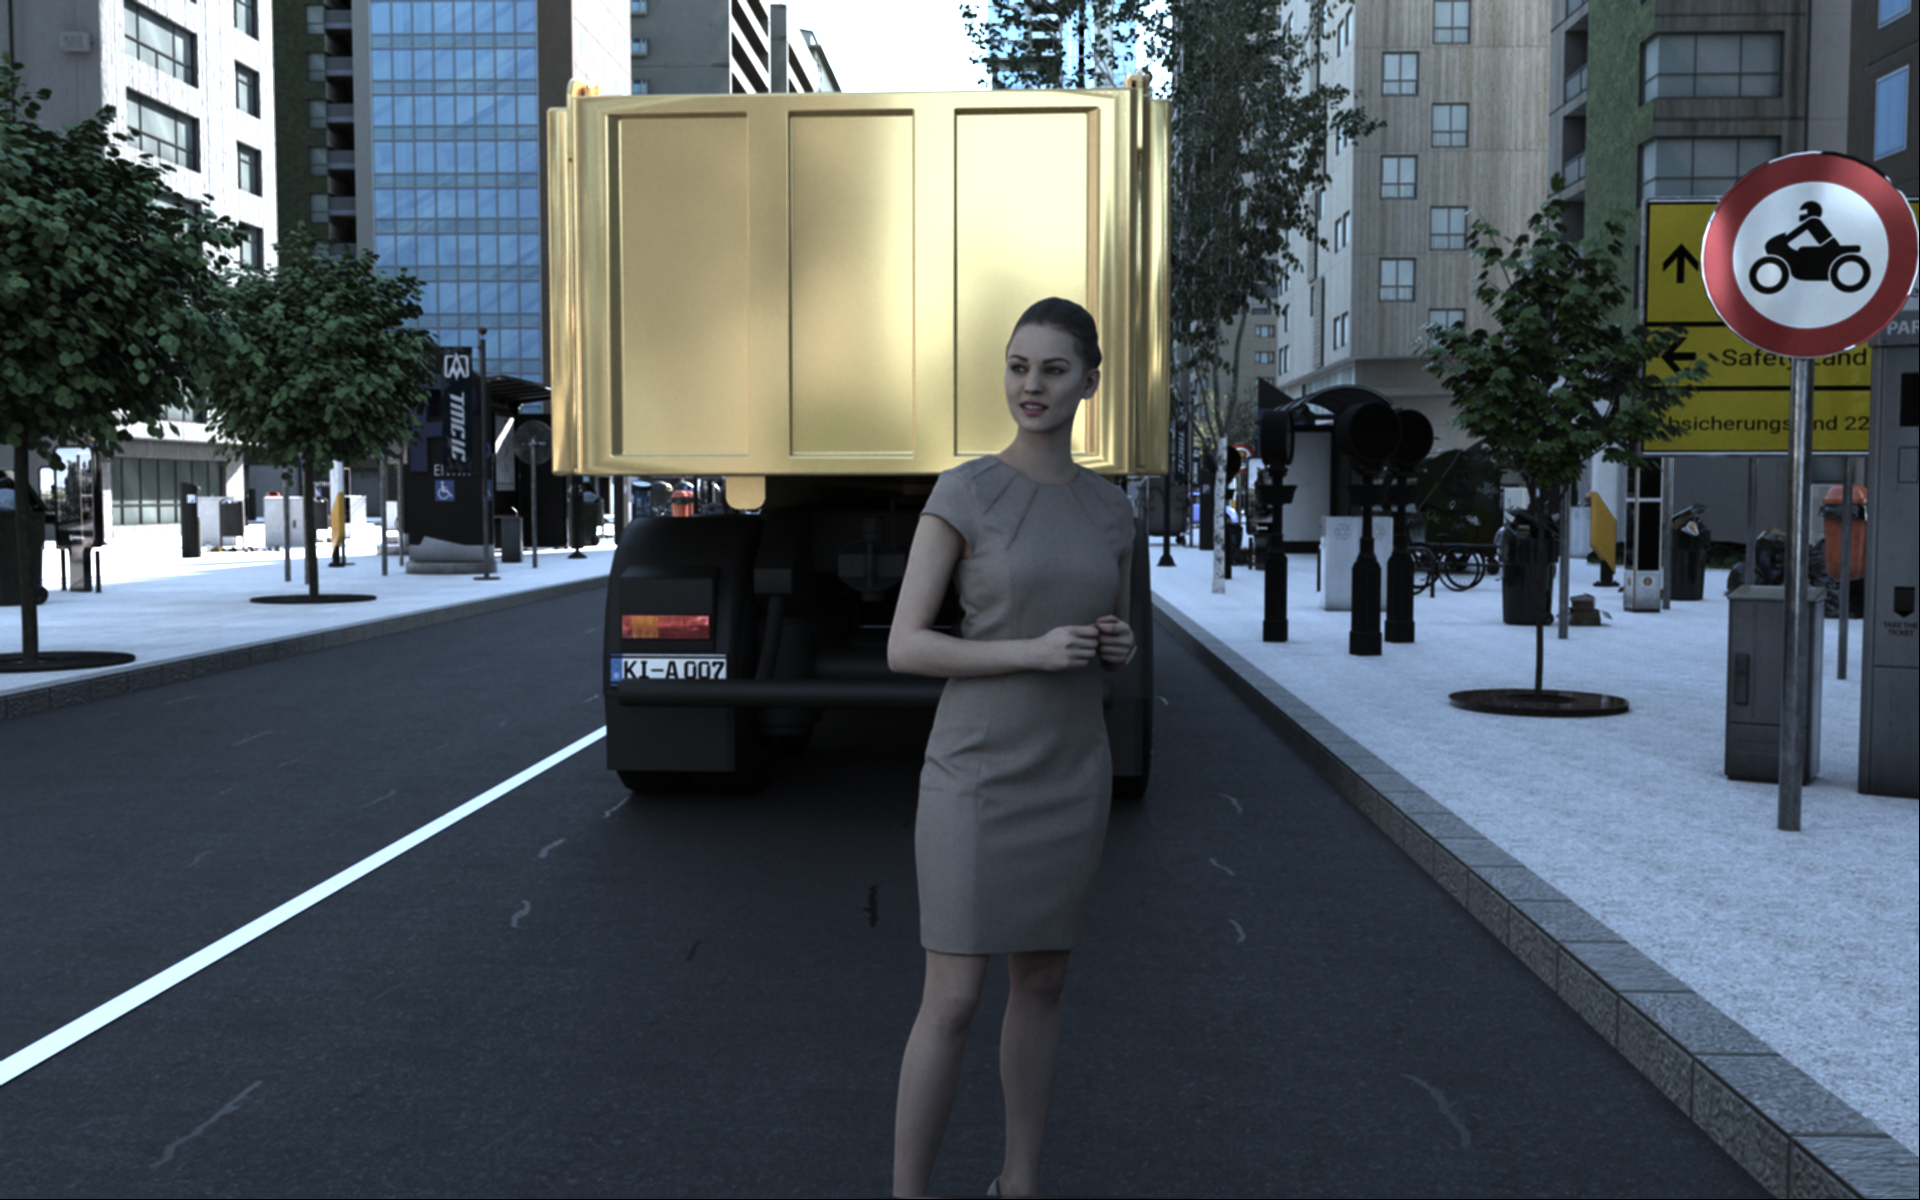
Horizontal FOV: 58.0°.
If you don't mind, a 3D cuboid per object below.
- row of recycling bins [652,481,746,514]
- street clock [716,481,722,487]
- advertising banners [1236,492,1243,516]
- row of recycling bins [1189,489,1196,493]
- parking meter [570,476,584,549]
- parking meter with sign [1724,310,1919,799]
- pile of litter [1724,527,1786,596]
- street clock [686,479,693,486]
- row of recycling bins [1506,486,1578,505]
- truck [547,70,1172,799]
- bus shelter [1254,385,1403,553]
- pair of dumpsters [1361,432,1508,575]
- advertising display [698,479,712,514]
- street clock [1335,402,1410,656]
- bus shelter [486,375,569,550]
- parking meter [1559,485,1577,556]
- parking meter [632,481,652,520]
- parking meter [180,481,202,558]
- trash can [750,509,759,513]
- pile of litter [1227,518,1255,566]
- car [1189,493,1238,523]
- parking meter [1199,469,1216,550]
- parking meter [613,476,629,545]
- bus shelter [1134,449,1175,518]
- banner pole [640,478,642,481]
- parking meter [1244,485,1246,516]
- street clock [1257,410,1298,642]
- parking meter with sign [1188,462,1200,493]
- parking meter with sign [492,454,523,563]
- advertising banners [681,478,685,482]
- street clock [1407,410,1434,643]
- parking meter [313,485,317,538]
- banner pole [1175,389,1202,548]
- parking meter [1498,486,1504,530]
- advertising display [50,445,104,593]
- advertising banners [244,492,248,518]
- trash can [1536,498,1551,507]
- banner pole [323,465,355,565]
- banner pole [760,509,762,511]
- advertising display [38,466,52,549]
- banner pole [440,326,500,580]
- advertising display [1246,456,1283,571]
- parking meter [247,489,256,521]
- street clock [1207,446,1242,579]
[{"bbox_3d":[-8.802,-3.095,57.713,3.534,1.692,1.069,-2,4,-35],"label":"row of recycling bins"},{"bbox_3d":[-12.375,-5.165,89.016,0.358,2.002,0.471,-1,4,-21],"label":"street clock"},{"bbox_3d":[14.688,-6.117,96.205,2.074,3.025,0.090,1,4,9],"label":"advertising banners"},{"bbox_3d":[18.987,-8.086,139.311,3.534,1.692,1.069,-1,4,-10],"label":"row of recycling bins"},{"bbox_3d":[-9.015,-2.143,40.754,0.255,1.863,0.399,-1,4,-21],"label":"parking meter"},{"bbox_3d":[4.229,-0.677,7.327,1.738,3.016,0.543,2,4,33],"label":"parking meter with sign"},{"bbox_3d":[10.505,-0.488,21.945,1.719,0.858,1.176,0,4,4],"label":"pile of litter"},{"bbox_3d":[-10.324,-3.822,67.053,0.471,2.002,0.358,2,4,25],"label":"street clock"},{"bbox_3d":[29.228,-4.917,87.505,3.534,1.692,1.069,2,4,24],"label":"row of recycling bins"},{"bbox_3d":[-0.110,-0.972,11.823,3.469,3.379,9.791,0,4,4],"label":"truck"},{"bbox_3d":[7.280,-2.505,34.876,2.014,3.302,5.546,0,4,2],"label":"bus shelter"},{"bbox_3d":[8.007,-1.651,29.480,1.574,2.255,4.437,0,4,2],"label":"pair of dumpsters"},{"bbox_3d":[-7.231,-2.673,48.914,0.123,1.923,0.974,-2,4,-30],"label":"advertising display"},{"bbox_3d":[3.239,-0.563,13.776,0.471,2.002,0.358,-1,4,-16],"label":"street clock"},{"bbox_3d":[-9.753,-2.812,37.265,1.731,3.624,6.357,0,4,2],"label":"bus shelter"},{"bbox_3d":[12.477,-1.826,35.569,0.255,1.863,0.399,0,4,4],"label":"parking meter"},{"bbox_3d":[-5.934,-1.463,32.335,0.372,1.533,0.369,0,3,0],"label":"parking meter"},{"bbox_3d":[-15.468,-1.616,34.832,0.372,1.533,0.369,0,3,0],"label":"parking meter"},{"bbox_3d":[-13.887,-6.448,117.071,0.748,1.137,0.748,0,3,0],"label":"trash can"},{"bbox_3d":[5.193,-1.077,31.582,1.176,0.858,1.719,2,4,23],"label":"pile of litter"},{"bbox_3d":[10.125,-3.984,74.723,3.694,1.707,1.945,0,4,0],"label":"car"},{"bbox_3d":[5.705,-2.075,39.639,0.399,1.863,0.255,3,5,39],"label":"parking meter"},{"bbox_3d":[-8.574,-2.332,43.836,0.255,1.863,0.399,1,4,14],"label":"parking meter"},{"bbox_3d":[7.478,-4.652,69.988,2.014,3.302,5.546,0,4,2],"label":"bus shelter"},{"bbox_3d":[-18.996,-6.840,101.859,0.863,3.779,0.401,-1,4,-21],"label":"banner pole"},{"bbox_3d":[16.516,-5.729,99.387,0.255,1.863,0.399,3,5,39],"label":"parking meter"},{"bbox_3d":[2.753,-0.642,15.059,0.358,2.002,0.471,1,4,20],"label":"street clock"},{"bbox_3d":[13.334,-6.017,94.636,1.738,3.016,0.543,3,5,39],"label":"parking meter with sign"},{"bbox_3d":[-9.103,-2.213,32.442,1.738,3.016,0.543,0,4,-5],"label":"parking meter with sign"},{"bbox_3d":[-13.738,-5.606,87.844,0.090,3.025,2.074,-2,4,-32],"label":"advertising banners"},{"bbox_3d":[3.812,-0.636,14.964,0.471,2.002,0.358,-1,4,-14],"label":"street clock"},{"bbox_3d":[-19.020,-2.584,50.665,0.372,1.533,0.369,0,3,0],"label":"parking meter"},{"bbox_3d":[5.387,-3.141,41.371,0.863,3.779,0.401,-3,5,-42],"label":"banner pole"},{"bbox_3d":[15.937,-2.628,51.372,0.372,1.533,0.369,0,3,0],"label":"parking meter"},{"bbox_3d":[-11.577,-1.073,22.752,0.974,1.923,0.123,2,4,35],"label":"advertising display"},{"bbox_3d":[-36.398,-5.554,86.989,0.090,3.025,2.074,1,4,12],"label":"advertising banners"},{"bbox_3d":[21.193,-3.157,63.277,0.748,1.137,0.748,0,3,0],"label":"trash can"},{"bbox_3d":[-11.395,-2.533,31.425,0.863,3.779,0.401,2,4,27],"label":"banner pole"},{"bbox_3d":[-8.030,-4.775,68.086,0.863,3.779,0.401,1,4,19],"label":"banner pole"},{"bbox_3d":[-20.879,-2.147,40.313,0.974,1.923,0.123,-2,4,-28],"label":"advertising display"},{"bbox_3d":[-7.345,-2.195,25.913,0.863,3.779,0.401,0,4,-2],"label":"banner pole"},{"bbox_3d":[5.101,-1.459,29.068,0.123,1.923,0.974,-1,4,-21],"label":"advertising display"},{"bbox_3d":[-34.184,-4.597,83.569,0.372,1.533,0.369,0,3,0],"label":"parking meter"},{"bbox_3d":[3.988,-1.321,26.172,0.471,2.002,0.358,-1,4,-17],"label":"street clock"}]
